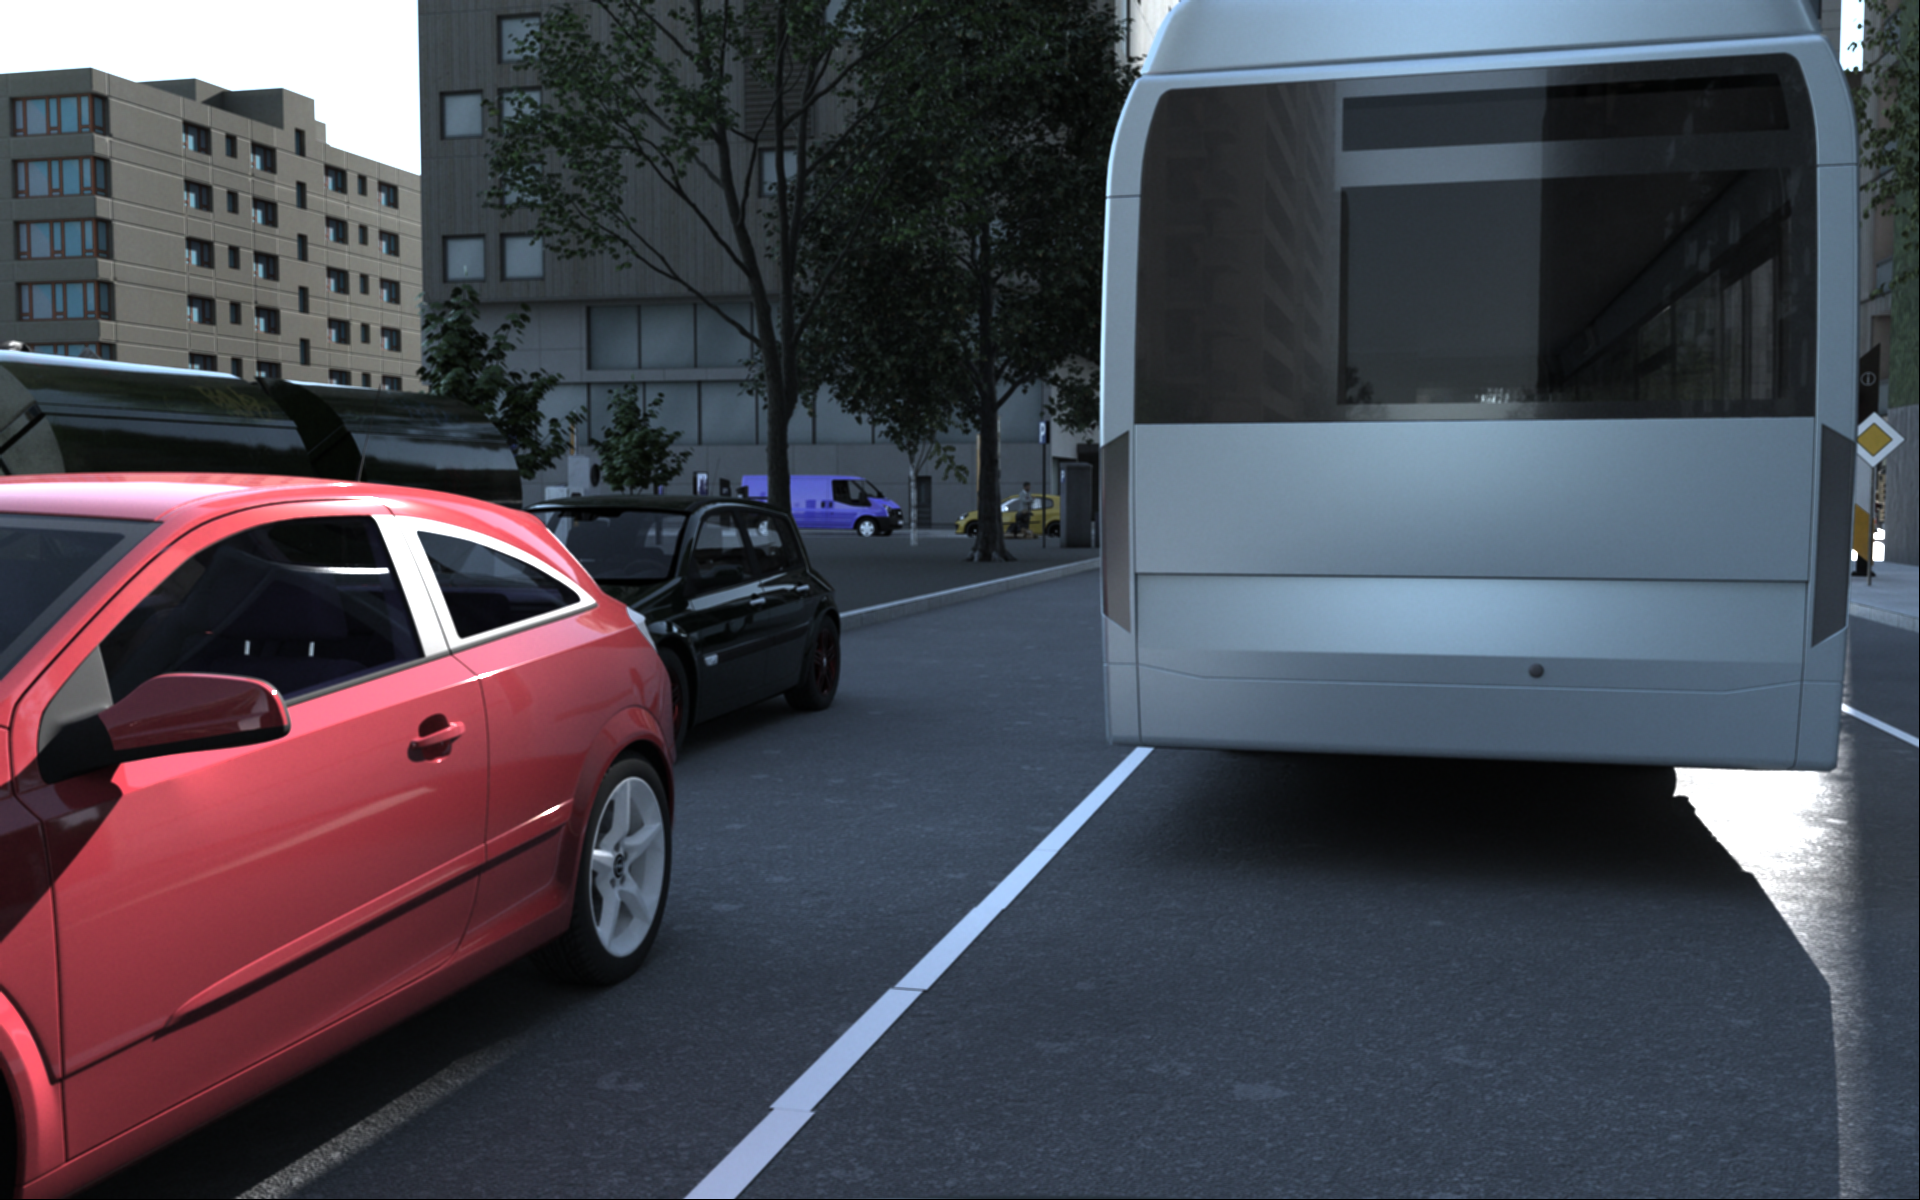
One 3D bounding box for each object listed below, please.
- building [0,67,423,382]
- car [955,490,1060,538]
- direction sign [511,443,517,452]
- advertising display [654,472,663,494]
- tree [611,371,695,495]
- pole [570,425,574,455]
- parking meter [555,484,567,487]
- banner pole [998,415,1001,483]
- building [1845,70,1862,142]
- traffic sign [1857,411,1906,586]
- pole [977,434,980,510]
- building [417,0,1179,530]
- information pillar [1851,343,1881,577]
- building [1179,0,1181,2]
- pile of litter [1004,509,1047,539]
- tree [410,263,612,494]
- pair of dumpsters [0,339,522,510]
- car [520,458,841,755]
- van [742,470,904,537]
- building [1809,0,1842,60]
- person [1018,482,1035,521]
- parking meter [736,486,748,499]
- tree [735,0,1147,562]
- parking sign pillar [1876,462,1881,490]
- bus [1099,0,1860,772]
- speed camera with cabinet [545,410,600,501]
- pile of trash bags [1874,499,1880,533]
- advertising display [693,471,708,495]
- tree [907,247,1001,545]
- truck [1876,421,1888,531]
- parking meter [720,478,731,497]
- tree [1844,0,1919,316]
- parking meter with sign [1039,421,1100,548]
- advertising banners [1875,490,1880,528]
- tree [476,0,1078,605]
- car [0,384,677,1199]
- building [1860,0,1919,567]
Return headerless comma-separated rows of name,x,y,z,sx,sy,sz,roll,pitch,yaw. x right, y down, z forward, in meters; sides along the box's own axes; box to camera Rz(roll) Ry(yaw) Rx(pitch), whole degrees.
building,-45.766,-14.815,87.272,28.899,21.520,27.650,1,4,14
car,1.820,-2.708,54.493,3.980,1.641,2.015,1,4,14
direction sign,-16.196,-4.263,61.692,0.876,3.537,0.379,-1,4,-19
advertising display,-7.650,-2.371,43.986,0.123,1.923,0.974,0,4,-2
tree,-5.199,-2.002,27.337,1.663,3.219,1.824,0,3,0
pole,-10.887,-3.367,48.893,0.158,3.312,0.155,0,3,0
parking meter,-10.058,-2.148,43.539,0.372,1.533,0.369,0,3,0
banner pole,0.861,-3.544,47.956,0.401,3.779,0.863,3,5,42
building,91.796,-32.428,180.311,14.200,45.320,14.600,1,4,14
traffic sign,12.726,-1.406,24.179,0.795,2.450,0.064,1,4,23
pole,0.673,-3.985,59.005,0.158,3.312,0.155,0,3,0
building,-4.537,-29.696,74.763,28.713,52.752,27.495,1,4,14
information pillar,14.035,-2.179,26.988,0.504,3.616,0.183,2,4,32
building,9.228,-28.038,113.047,22.147,44.769,28.867,1,4,14
pile of litter,1.701,-2.191,49.793,1.176,0.858,1.719,-3,5,-39
tree,-4.187,-1.216,14.477,1.663,3.219,1.824,0,3,0
pair of dumpsters,-4.311,-0.471,10.200,1.574,2.255,4.437,1,4,14
car,-2.039,-0.035,10.360,2.009,1.686,4.222,1,4,14
van,-4.432,-3.157,55.996,5.245,2.365,2.240,1,4,14
building,53.574,-42.440,132.139,20.563,71.187,20.611,1,4,14
person,2.032,-2.664,52.234,0.466,1.800,0.511,1,4,22
parking meter,-6.579,-2.686,52.321,0.372,1.533,0.369,0,3,0
tree,0.461,-7.093,32.978,9.611,12.733,9.660,0,3,0
parking sign pillar,48.478,-6.355,92.370,1.447,3.967,1.447,1,4,20
bus,3.444,-1.078,12.481,2.948,3.499,13.247,1,4,15
speed camera with cabinet,-9.000,-2.813,40.336,0.660,3.252,2.038,1,4,9
pile of trash bags,29.633,-2.928,57.631,3.447,1.369,1.912,-3,5,-44
advertising display,-7.453,-2.727,49.798,0.123,1.923,0.974,1,4,11
tree,-0.967,-5.661,42.924,4.737,8.622,4.395,0,3,0
truck,30.473,-3.543,46.834,11.283,4.237,2.839,1,4,12
parking meter,-8.455,-3.469,62.430,0.399,1.863,0.255,-1,4,-12
tree,12.239,-4.280,20.334,4.737,8.622,4.395,0,3,0
parking meter with sign,2.799,-2.769,41.529,1.738,3.016,0.543,-1,4,-16
advertising banners,34.812,-4.255,65.764,0.090,3.025,2.074,-3,5,-42
tree,-2.132,-5.761,19.946,9.928,11.665,9.643,0,3,0
car,-2.161,0.316,3.877,2.155,1.783,4.494,1,4,14
building,24.726,-21.281,31.542,14.154,41.232,14.086,1,4,14
